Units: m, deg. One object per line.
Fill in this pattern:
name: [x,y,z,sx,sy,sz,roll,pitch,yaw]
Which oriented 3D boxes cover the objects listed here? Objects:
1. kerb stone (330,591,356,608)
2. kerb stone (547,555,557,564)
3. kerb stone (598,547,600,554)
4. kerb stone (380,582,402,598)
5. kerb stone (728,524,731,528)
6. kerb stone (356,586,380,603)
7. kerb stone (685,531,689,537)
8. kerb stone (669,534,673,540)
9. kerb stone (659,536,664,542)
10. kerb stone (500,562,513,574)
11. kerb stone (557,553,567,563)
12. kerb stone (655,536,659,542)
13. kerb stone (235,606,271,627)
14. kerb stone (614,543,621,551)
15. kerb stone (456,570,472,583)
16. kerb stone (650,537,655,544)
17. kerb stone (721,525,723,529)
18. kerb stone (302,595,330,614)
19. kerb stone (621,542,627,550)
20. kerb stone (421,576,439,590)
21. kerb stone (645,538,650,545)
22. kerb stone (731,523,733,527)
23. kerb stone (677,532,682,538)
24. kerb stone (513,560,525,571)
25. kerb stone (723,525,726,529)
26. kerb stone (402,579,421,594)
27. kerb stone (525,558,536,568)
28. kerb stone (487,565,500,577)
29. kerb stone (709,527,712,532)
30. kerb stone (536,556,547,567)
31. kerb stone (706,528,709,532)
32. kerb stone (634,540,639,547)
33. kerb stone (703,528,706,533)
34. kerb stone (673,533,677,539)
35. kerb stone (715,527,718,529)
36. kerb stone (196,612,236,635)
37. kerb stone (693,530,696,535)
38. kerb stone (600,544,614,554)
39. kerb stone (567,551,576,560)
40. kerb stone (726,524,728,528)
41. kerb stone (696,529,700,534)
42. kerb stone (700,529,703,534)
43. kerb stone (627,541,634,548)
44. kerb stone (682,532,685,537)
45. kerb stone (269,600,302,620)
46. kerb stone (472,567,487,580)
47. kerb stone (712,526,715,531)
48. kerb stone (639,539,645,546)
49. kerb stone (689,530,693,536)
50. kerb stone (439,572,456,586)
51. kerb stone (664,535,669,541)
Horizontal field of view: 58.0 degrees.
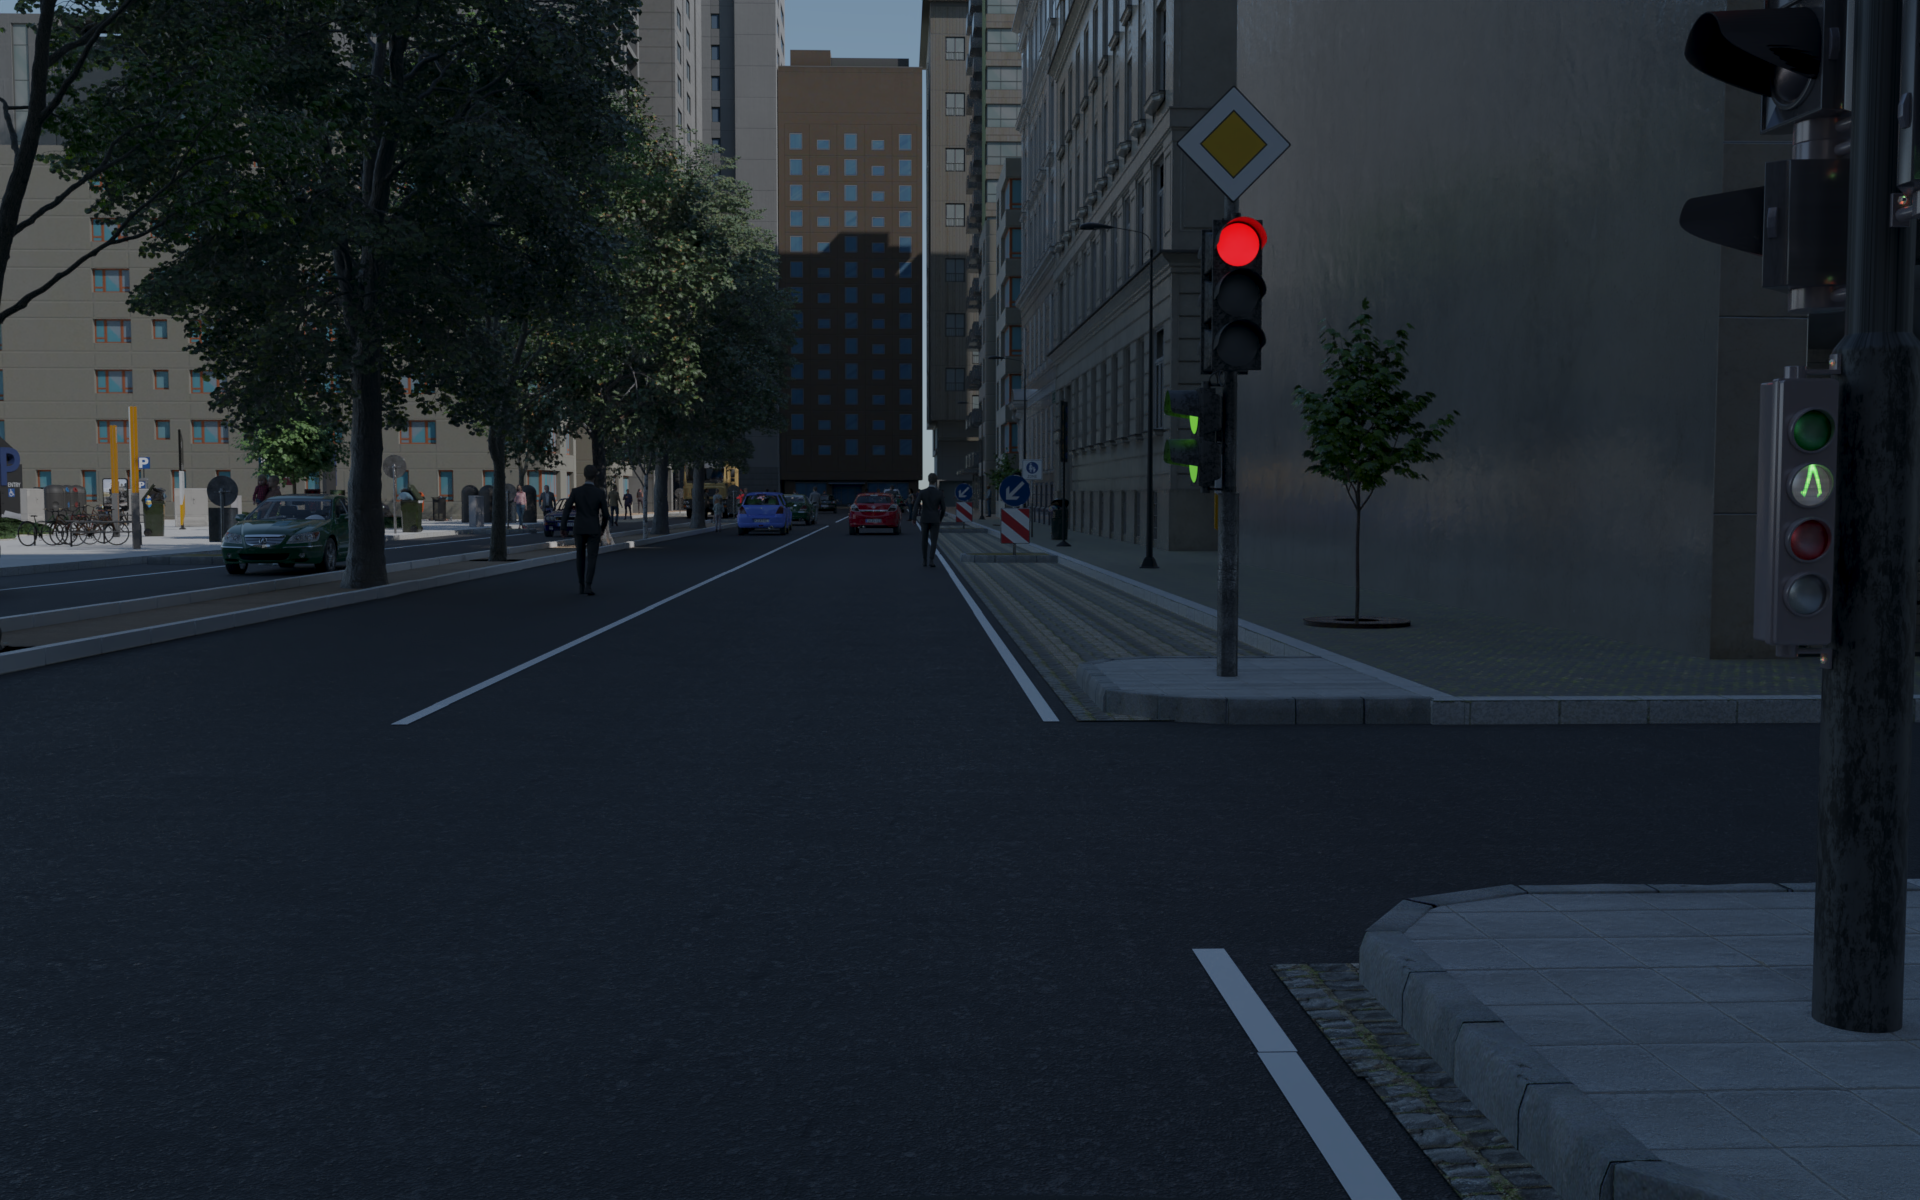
kerb stone: [-7.972,0.003,22.153,0.120,0.150,1.000,0,4,-2]
kerb stone: [-8.463,-0.811,35.469,0.120,0.150,1.000,0,4,-2]
kerb stone: [-8.646,-1.126,40.613,0.120,0.150,1.000,0,4,-2]
kerb stone: [-8.043,-0.120,24.197,0.120,0.150,1.000,0,4,-2]
kerb stone: [-9.804,-3.069,72.369,0.120,0.150,1.000,0,4,-2]
kerb stone: [-8.012,-0.054,23.175,0.120,0.150,1.000,0,4,-2]
kerb stone: [-9.281,-2.188,58.020,0.120,0.150,1.000,0,4,-2]
kerb stone: [-9.135,-1.936,53.921,0.120,0.150,1.000,0,4,-2]
kerb stone: [-9.062,-1.812,51.874,0.120,0.150,1.000,0,4,-2]
kerb stone: [-8.310,-0.561,31.364,0.120,0.150,1.000,0,4,-2]
kerb stone: [-8.486,-0.873,36.491,0.120,0.150,1.000,0,4,-2]
kerb stone: [-9.028,-1.750,50.852,0.120,0.150,1.000,0,4,-2]
kerb stone: [-7.858,0.191,19.077,0.120,0.150,1.000,0,4,-2]
kerb stone: [-8.754,-1.315,43.692,0.120,0.150,1.000,0,4,-2]
kerb stone: [-8.207,-0.373,28.297,0.120,0.150,1.000,0,4,-2]
kerb stone: [-8.982,-1.684,49.831,0.120,0.150,1.000,0,4,-2]
kerb stone: [-9.688,-2.879,69.294,0.120,0.150,1.000,0,4,-2]
kerb stone: [-7.943,0.066,21.122,0.120,0.150,1.000,0,4,-2]
kerb stone: [-8.799,-1.377,44.723,0.120,0.150,1.000,0,4,-2]
kerb stone: [-8.125,-0.239,26.245,0.120,0.150,1.000,0,4,-2]
kerb stone: [-8.944,-1.628,48.809,0.120,0.150,1.000,0,4,-2]
kerb stone: [-9.838,-3.129,73.390,0.120,0.150,1.000,0,4,-2]
kerb stone: [-9.204,-2.066,55.974,0.120,0.150,1.000,0,4,-2]
kerb stone: [-8.346,-0.620,32.391,0.120,0.150,1.000,0,4,-2]
kerb stone: [-9.727,-2.940,70.316,0.120,0.150,1.000,0,4,-2]
kerb stone: [-8.092,-0.185,25.218,0.120,0.150,1.000,0,4,-2]
kerb stone: [-8.389,-0.687,33.422,0.120,0.150,1.000,0,4,-2]
kerb stone: [-8.272,-0.498,30.343,0.120,0.150,1.000,0,4,-2]
kerb stone: [-9.540,-2.630,65.198,0.120,0.150,1.000,0,4,-2]
kerb stone: [-8.428,-0.749,34.444,0.120,0.150,1.000,0,4,-2]
kerb stone: [-9.498,-2.565,64.176,0.120,0.150,1.000,0,4,-2]
kerb stone: [-8.871,-1.503,46.766,0.120,0.150,1.000,0,4,-2]
kerb stone: [-9.465,-2.505,63.154,0.120,0.150,1.000,0,4,-2]
kerb stone: [-9.170,-2.003,54.944,0.120,0.150,1.000,0,4,-2]
kerb stone: [-9.615,-2.756,67.248,0.120,0.150,1.000,0,4,-2]
kerb stone: [-7.823,0.254,18.049,0.120,0.150,1.000,0,4,-2]
kerb stone: [-9.354,-2.315,60.071,0.120,0.150,1.000,0,4,-2]
kerb stone: [-8.725,-1.251,42.660,0.120,0.150,1.000,0,4,-2]
kerb stone: [-8.534,-0.934,37.518,0.120,0.150,1.000,0,4,-2]
kerb stone: [-9.759,-3.006,71.337,0.120,0.150,1.000,0,4,-2]
kerb stone: [-9.389,-2.379,61.098,0.120,0.150,1.000,0,4,-2]
kerb stone: [-9.436,-2.442,62.127,0.120,0.150,1.000,0,4,-2]
kerb stone: [-8.824,-1.440,45.745,0.120,0.150,1.000,0,4,-2]
kerb stone: [-9.244,-2.129,56.998,0.120,0.150,1.000,0,4,-2]
kerb stone: [-7.898,0.128,20.098,0.120,0.150,1.000,0,4,-2]
kerb stone: [-8.239,-0.436,29.321,0.120,0.150,1.000,0,4,-2]
kerb stone: [-9.572,-2.693,66.227,0.120,0.150,1.000,0,4,-2]
kerb stone: [-8.904,-1.564,47.788,0.120,0.150,1.000,0,4,-2]
kerb stone: [-9.317,-2.254,59.048,0.120,0.150,1.000,0,4,-2]
kerb stone: [-8.162,-0.308,27.276,0.120,0.150,1.000,0,4,-2]
kerb stone: [-9.094,-1.878,52.898,0.120,0.150,1.000,0,4,-2]
